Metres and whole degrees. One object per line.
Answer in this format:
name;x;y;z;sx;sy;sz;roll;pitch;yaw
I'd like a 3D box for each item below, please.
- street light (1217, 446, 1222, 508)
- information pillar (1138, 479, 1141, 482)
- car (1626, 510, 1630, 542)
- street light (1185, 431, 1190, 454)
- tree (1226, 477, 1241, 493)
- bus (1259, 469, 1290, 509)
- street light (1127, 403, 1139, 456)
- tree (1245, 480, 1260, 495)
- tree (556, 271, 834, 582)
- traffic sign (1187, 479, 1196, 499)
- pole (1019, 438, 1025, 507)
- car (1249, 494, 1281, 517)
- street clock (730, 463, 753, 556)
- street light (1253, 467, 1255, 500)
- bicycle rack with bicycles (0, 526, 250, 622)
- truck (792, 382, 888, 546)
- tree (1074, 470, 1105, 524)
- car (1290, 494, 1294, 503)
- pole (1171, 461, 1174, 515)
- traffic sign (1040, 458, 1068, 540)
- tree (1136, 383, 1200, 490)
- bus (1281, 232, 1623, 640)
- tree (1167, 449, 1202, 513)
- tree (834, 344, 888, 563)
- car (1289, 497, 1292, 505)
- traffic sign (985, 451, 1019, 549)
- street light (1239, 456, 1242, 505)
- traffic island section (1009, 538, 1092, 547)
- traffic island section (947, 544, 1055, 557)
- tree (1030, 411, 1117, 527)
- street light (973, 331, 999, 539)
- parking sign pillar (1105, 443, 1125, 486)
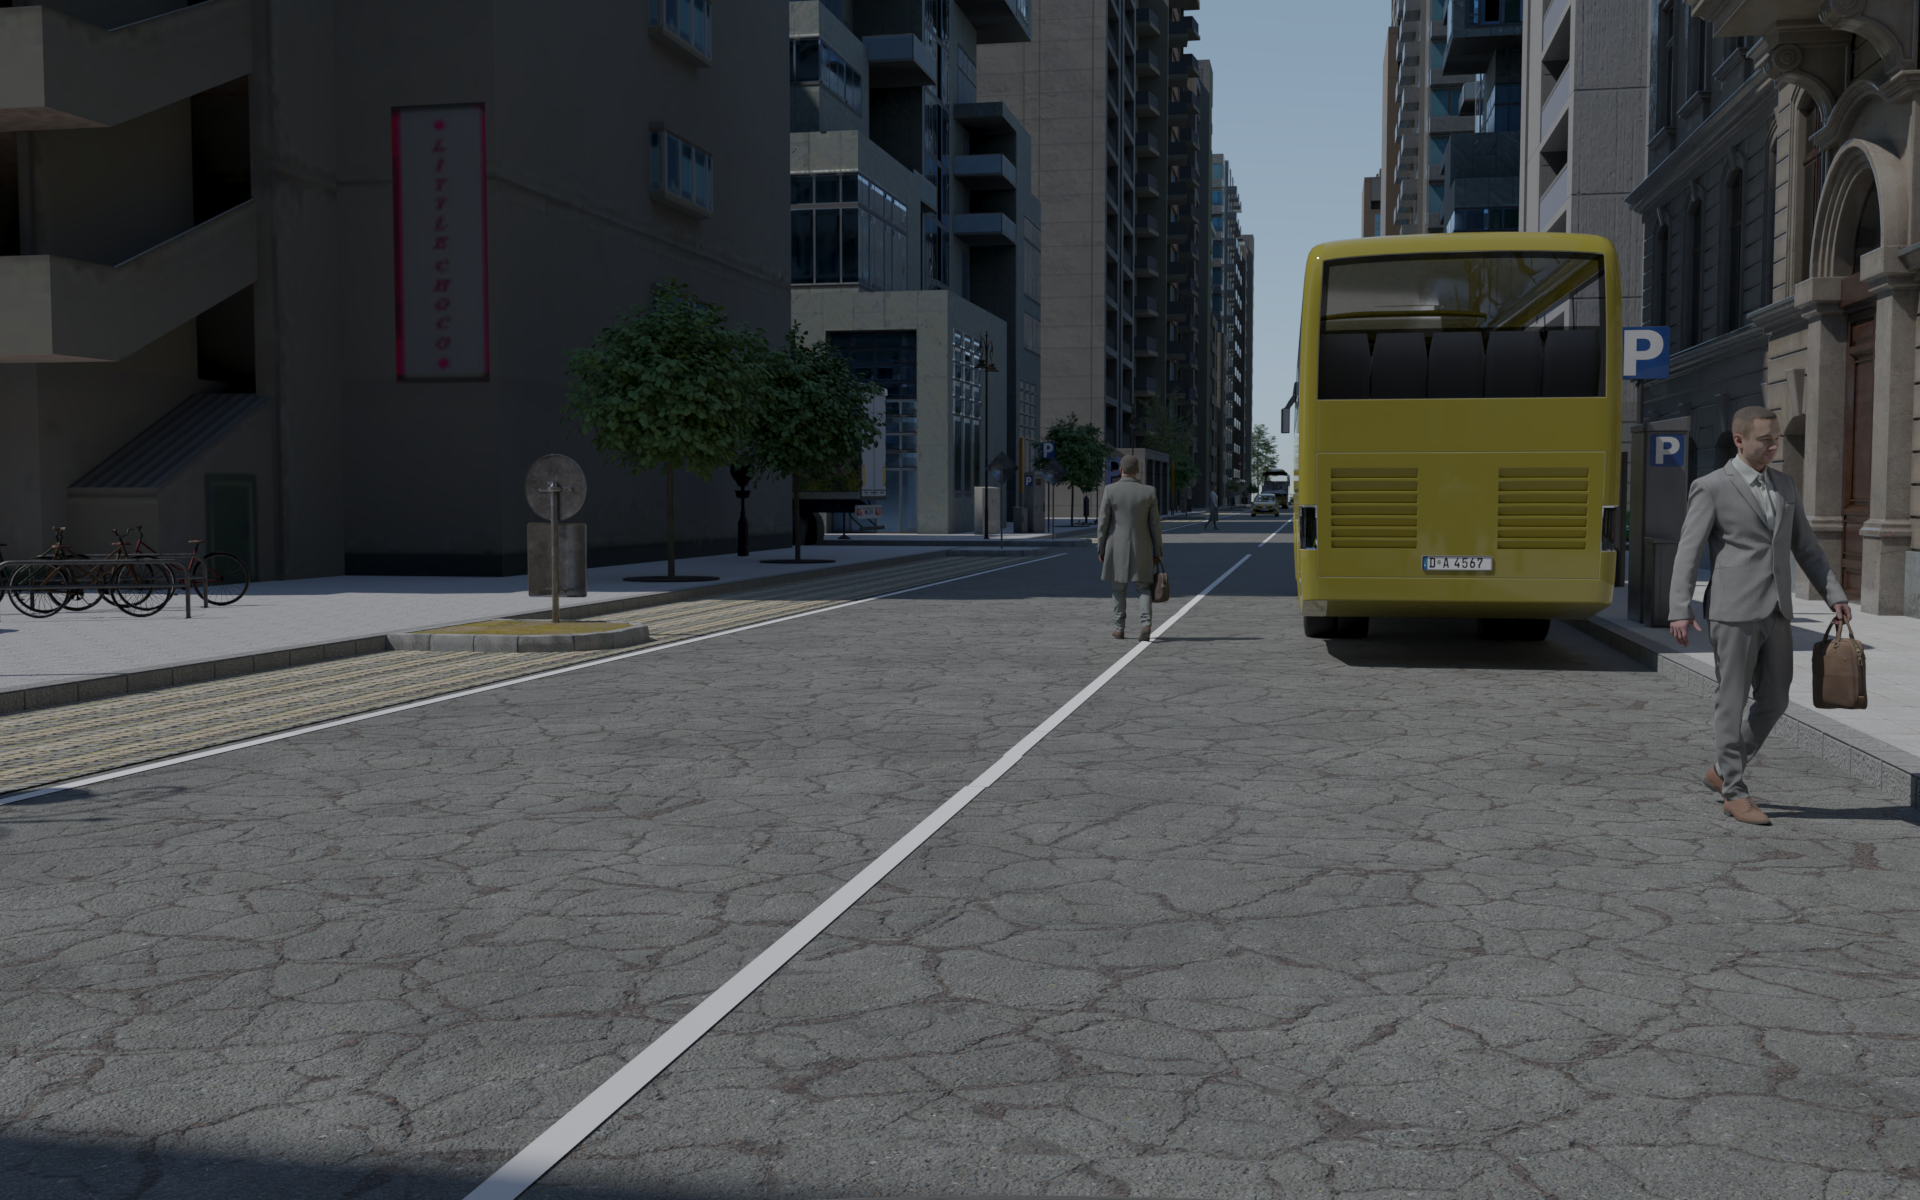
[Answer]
street light;24.226;-11.585;162.201;0.468;5.910;1.993;1;4;12
information pillar;8.857;-5.017;86.515;0.304;2.012;0.304;0;4;1
car;18.425;-2.032;42.015;4.718;1.807;1.959;1;4;10
street light;16.311;-9.255;124.107;0.468;5.910;1.993;1;4;12
tree;31.192;-12.490;198.809;1.663;3.219;1.824;0;3;0
bus;31.165;-10.961;170.758;2.896;3.916;12.252;1;4;12
street light;8.780;-7.045;87.978;0.468;5.910;1.993;1;4;12
tree;39.790;-14.853;237.450;1.663;3.219;1.824;0;3;0
tree;-4.222;-2.570;25.733;4.285;4.588;4.351;0;3;0
traffic sign;16.320;-7.491;122.591;0.768;2.556;0.104;1;4;17
pole;2.252;-4.242;63.207;0.158;3.312;0.155;0;3;0
car;19.401;-6.105;110.045;2.015;1.641;3.980;1;4;12
street clock;-4.473;-1.903;35.678;0.471;2.002;0.358;1;4;12
street light;41.372;-16.576;243.802;0.468;5.910;1.993;1;4;12
bicycle rack with bicycles;-9.276;-0.314;18.516;2.925;0.926;2.852;-1;4;-17
truck;-7.658;-3.483;45.860;11.283;4.237;2.839;1;4;13
tree;5.524;-4.863;74.103;1.663;3.219;1.824;0;3;0
car;47.960;-14.729;251.036;2.015;1.641;3.980;1;4;12
pole;12.929;-6.816;105.287;0.158;3.312;0.155;0;3;0
traffic sign;2.612;-2.740;48.446;0.795;2.450;0.064;1;4;12
tree;13.699;-10.090;115.328;4.737;8.622;4.395;0;3;0
bus;5.144;-1.737;19.940;2.896;3.916;12.252;1;4;11
tree;15.023;-8.308;119.543;4.285;4.588;4.351;0;3;0
tree;-3.099;-2.984;32.503;4.285;4.588;4.351;0;3;0
car;40.954;-12.858;219.022;1.959;1.807;4.718;1;4;10
traffic sign;0.982;-2.262;40.628;0.795;2.450;0.064;1;4;12
street light;33.315;-14.248;205.737;0.468;5.910;1.993;1;4;12
traffic island section;2.587;-1.604;48.512;2.009;0.180;2.903;1;4;12
traffic island section;0.958;-1.126;40.695;2.009;0.180;2.903;1;4;12
tree;4.437;-5.142;67.792;4.285;4.588;4.351;0;3;0
street light;0.754;-4.674;49.215;0.468;5.910;1.993;1;4;12
parking sign pillar;8.227;-6.240;90.497;1.447;3.967;1.447;2;4;29
